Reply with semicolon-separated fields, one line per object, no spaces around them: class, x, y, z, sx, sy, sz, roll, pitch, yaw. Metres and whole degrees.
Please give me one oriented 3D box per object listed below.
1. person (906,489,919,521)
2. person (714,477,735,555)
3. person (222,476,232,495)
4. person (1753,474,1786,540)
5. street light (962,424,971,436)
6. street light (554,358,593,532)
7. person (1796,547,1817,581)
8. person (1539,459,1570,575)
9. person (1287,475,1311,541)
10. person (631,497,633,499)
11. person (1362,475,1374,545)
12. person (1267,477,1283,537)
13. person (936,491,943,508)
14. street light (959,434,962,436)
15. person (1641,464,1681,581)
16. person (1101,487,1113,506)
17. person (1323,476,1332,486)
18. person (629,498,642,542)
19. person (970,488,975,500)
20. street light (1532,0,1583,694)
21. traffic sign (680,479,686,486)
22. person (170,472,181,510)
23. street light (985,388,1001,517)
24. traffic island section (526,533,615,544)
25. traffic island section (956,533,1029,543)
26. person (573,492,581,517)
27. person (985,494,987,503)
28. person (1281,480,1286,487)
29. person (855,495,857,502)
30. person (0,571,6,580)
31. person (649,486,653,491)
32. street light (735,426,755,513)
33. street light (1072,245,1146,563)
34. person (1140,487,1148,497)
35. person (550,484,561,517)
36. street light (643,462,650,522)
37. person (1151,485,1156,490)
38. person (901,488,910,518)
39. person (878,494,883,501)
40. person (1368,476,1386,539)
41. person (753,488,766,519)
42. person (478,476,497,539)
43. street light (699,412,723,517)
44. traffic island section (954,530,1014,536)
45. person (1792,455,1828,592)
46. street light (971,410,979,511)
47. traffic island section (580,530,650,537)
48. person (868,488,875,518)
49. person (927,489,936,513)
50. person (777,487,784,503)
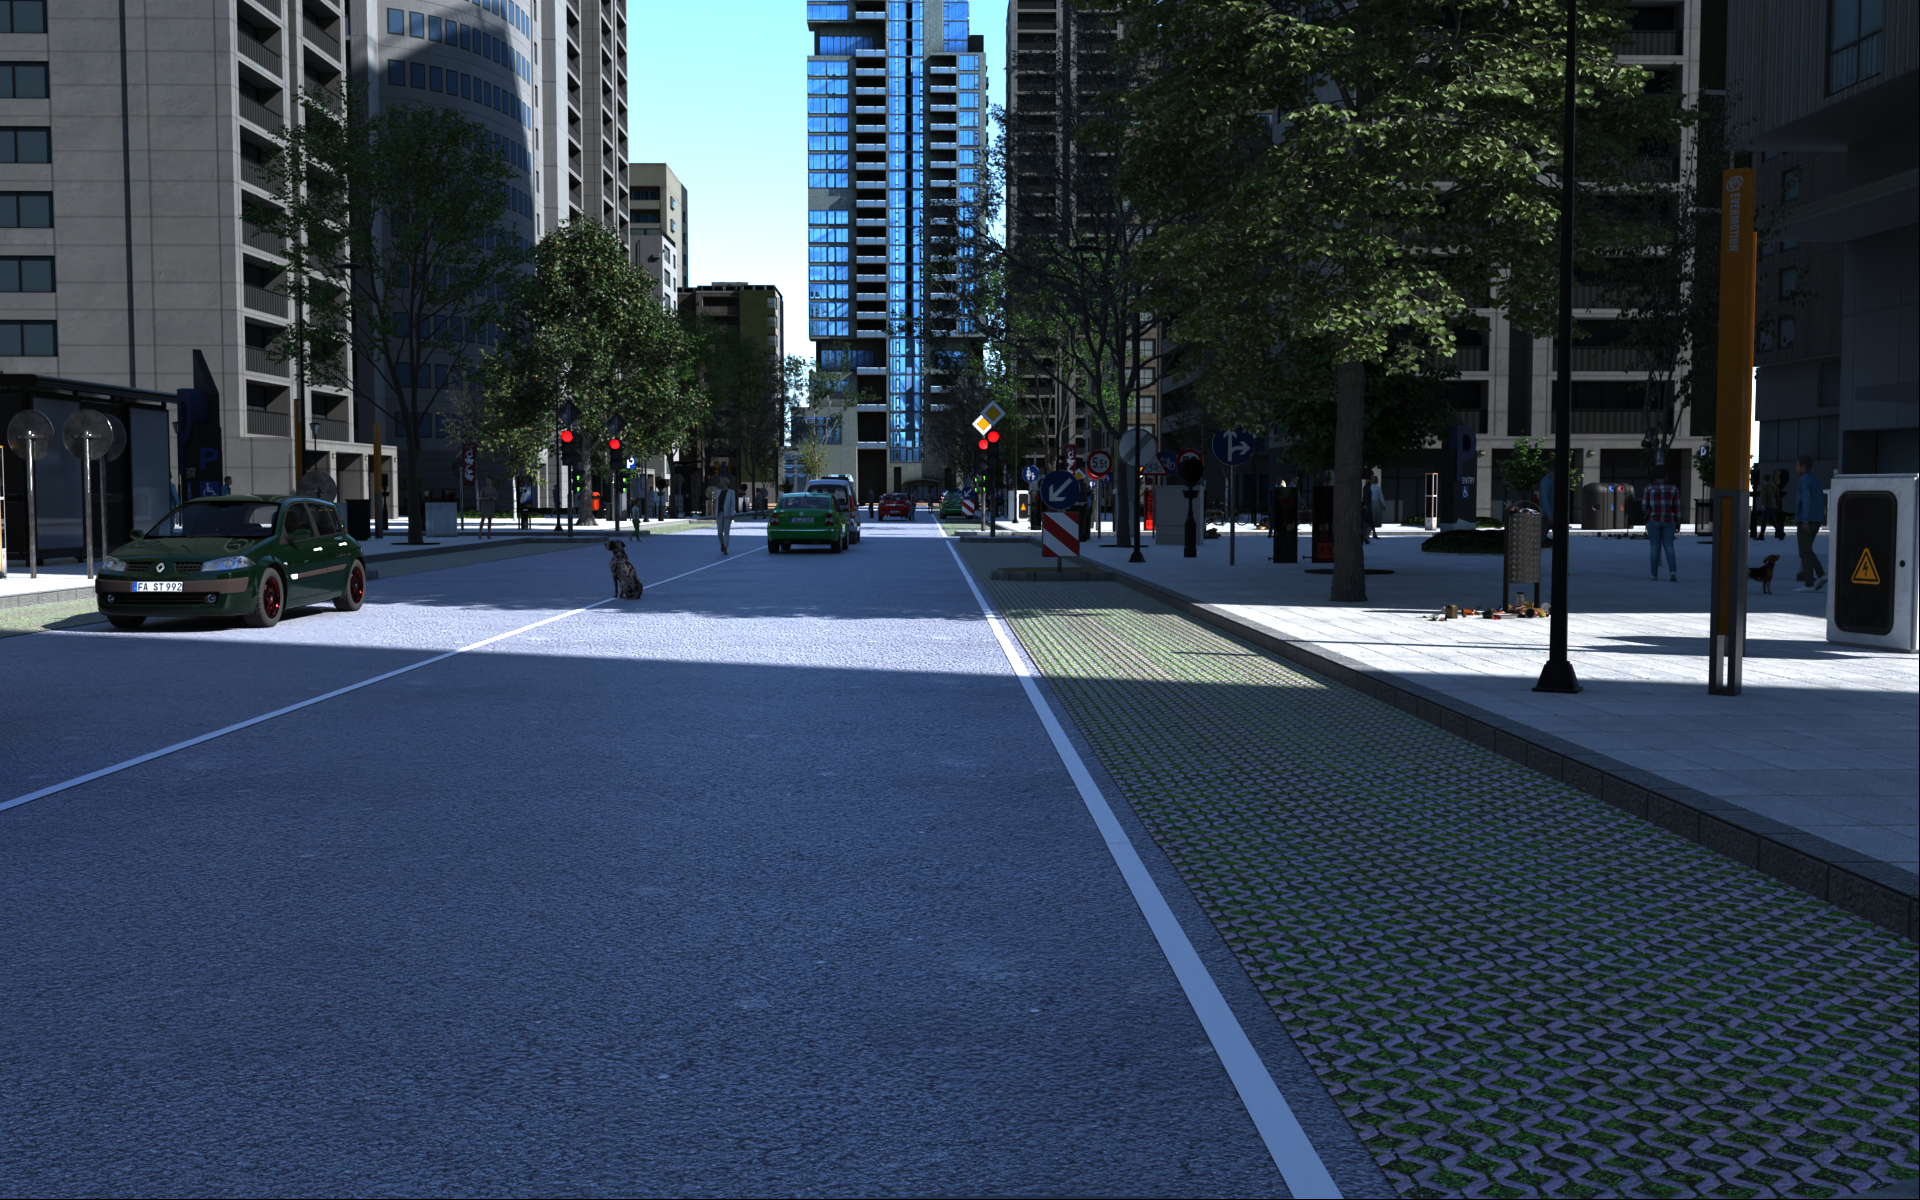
person;-2.476;-4.970;90.596;0.643;1.720;0.563;1;4;9
person;-5.602;-2.012;41.275;0.514;1.842;0.818;0;4;-3
person;-20.592;-2.576;48.500;0.444;1.785;0.601;0;4;-2
person;22.434;-2.568;47.947;0.836;1.842;0.656;2;4;33
street light;1.082;-8.694;114.691;1.470;5.913;1.316;0;4;-1
street light;-13.252;-5.309;59.345;1.470;5.913;1.316;0;4;-1
person;12.450;-0.924;25.423;0.394;1.301;0.425;0;4;5
person;9.382;-1.328;27.617;0.638;1.841;0.748;-3;4;-36
person;9.111;-2.511;47.222;0.853;1.813;0.709;3;4;37
person;-24.596;-7.580;130.187;1.509;1.804;0.699;-1;4;-11
person;10.284;-2.325;44.274;0.699;1.804;1.509;3;4;37
person;9.445;-2.780;51.672;0.721;1.800;0.419;-1;4;-14
person;-2.074;-10.302;177.721;0.721;1.735;1.217;3;5;42
street light;0.642;-9.891;134.261;1.470;5.913;1.316;0;4;-1
person;10.379;-1.148;25.643;0.563;1.720;0.643;1;4;17
person;11.694;-8.060;137.831;0.705;1.824;1.348;-3;5;-42
person;10.723;-2.726;50.703;0.778;1.811;0.616;0;4;-5
person;-9.767;-2.405;52.077;0.306;1.304;0.590;2;4;33
person;1.078;-8.713;148.951;0.683;1.767;0.568;1;4;17
street light;3.358;-2.359;11.117;1.470;5.913;1.316;0;4;-1
traffic sign;-18.585;-7.046;114.936;0.795;2.593;0.064;0;4;4
person;-18.968;-2.169;41.373;0.638;1.841;0.748;3;4;36
street light;1.896;-6.321;75.893;1.470;5.913;1.316;0;4;-1
traffic island section;-11.633;-1.796;51.638;2.009;0.180;2.903;0;4;-1
traffic island section;1.005;-1.813;51.918;2.009;0.180;2.903;0;4;-1
person;-21.130;-5.413;95.557;0.522;1.701;0.512;0;4;4
person;3.072;-11.514;197.560;0.557;1.426;1.065;-3;4;-39
person;12.074;-3.620;65.411;0.526;1.800;0.537;2;4;25
person;-7.905;-7.216;126.350;0.638;1.841;0.748;2;4;35
person;-13.966;-1.116;24.708;0.534;1.772;0.576;-3;4;-37
person;-21.531;-6.970;120.024;0.620;1.820;0.660;-3;5;-41
street light;-14.578;-8.868;117.540;1.470;5.913;1.316;0;4;-1
street light;2.791;-3.662;32.423;1.470;5.913;1.316;0;4;-1
person;16.116;-8.794;149.464;1.348;1.869;0.705;0;4;-2
person;-22.672;-5.562;96.999;0.654;1.822;0.581;-1;4;-23
street light;-13.759;-6.495;78.742;1.470;5.913;1.316;0;4;-1
person;9.390;-4.534;80.386;1.509;1.804;0.699;0;4;-1
person;-3.241;-5.708;102.014;0.721;1.800;0.419;-2;4;-26
person;-8.522;-10.721;187.016;0.697;1.427;0.421;1;4;13
person;11.760;-2.628;49.236;0.641;1.798;0.478;-2;4;-31
person;-11.473;-5.516;98.962;0.850;1.792;0.678;-2;4;-31
person;-13.471;-2.630;49.389;0.599;1.781;0.374;-2;4;-33
street light;-14.089;-7.682;98.143;1.470;5.913;1.316;0;4;-1
traffic island section;0.824;-2.301;59.901;2.009;0.180;2.903;0;4;-1
person;11.077;-0.989;22.553;0.601;1.785;0.444;-2;4;-33
street light;1.522;-7.508;95.293;1.470;5.913;1.316;0;4;-1
traffic island section;-11.814;-2.284;59.621;2.009;0.180;2.903;0;4;-1
person;-5.331;-5.810;103.677;0.473;1.802;0.592;1;4;8
person;-2.092;-7.330;128.697;0.532;1.782;0.716;-2;4;-35
person;-9.190;-4.898;88.810;0.641;1.798;0.478;-2;4;-34
